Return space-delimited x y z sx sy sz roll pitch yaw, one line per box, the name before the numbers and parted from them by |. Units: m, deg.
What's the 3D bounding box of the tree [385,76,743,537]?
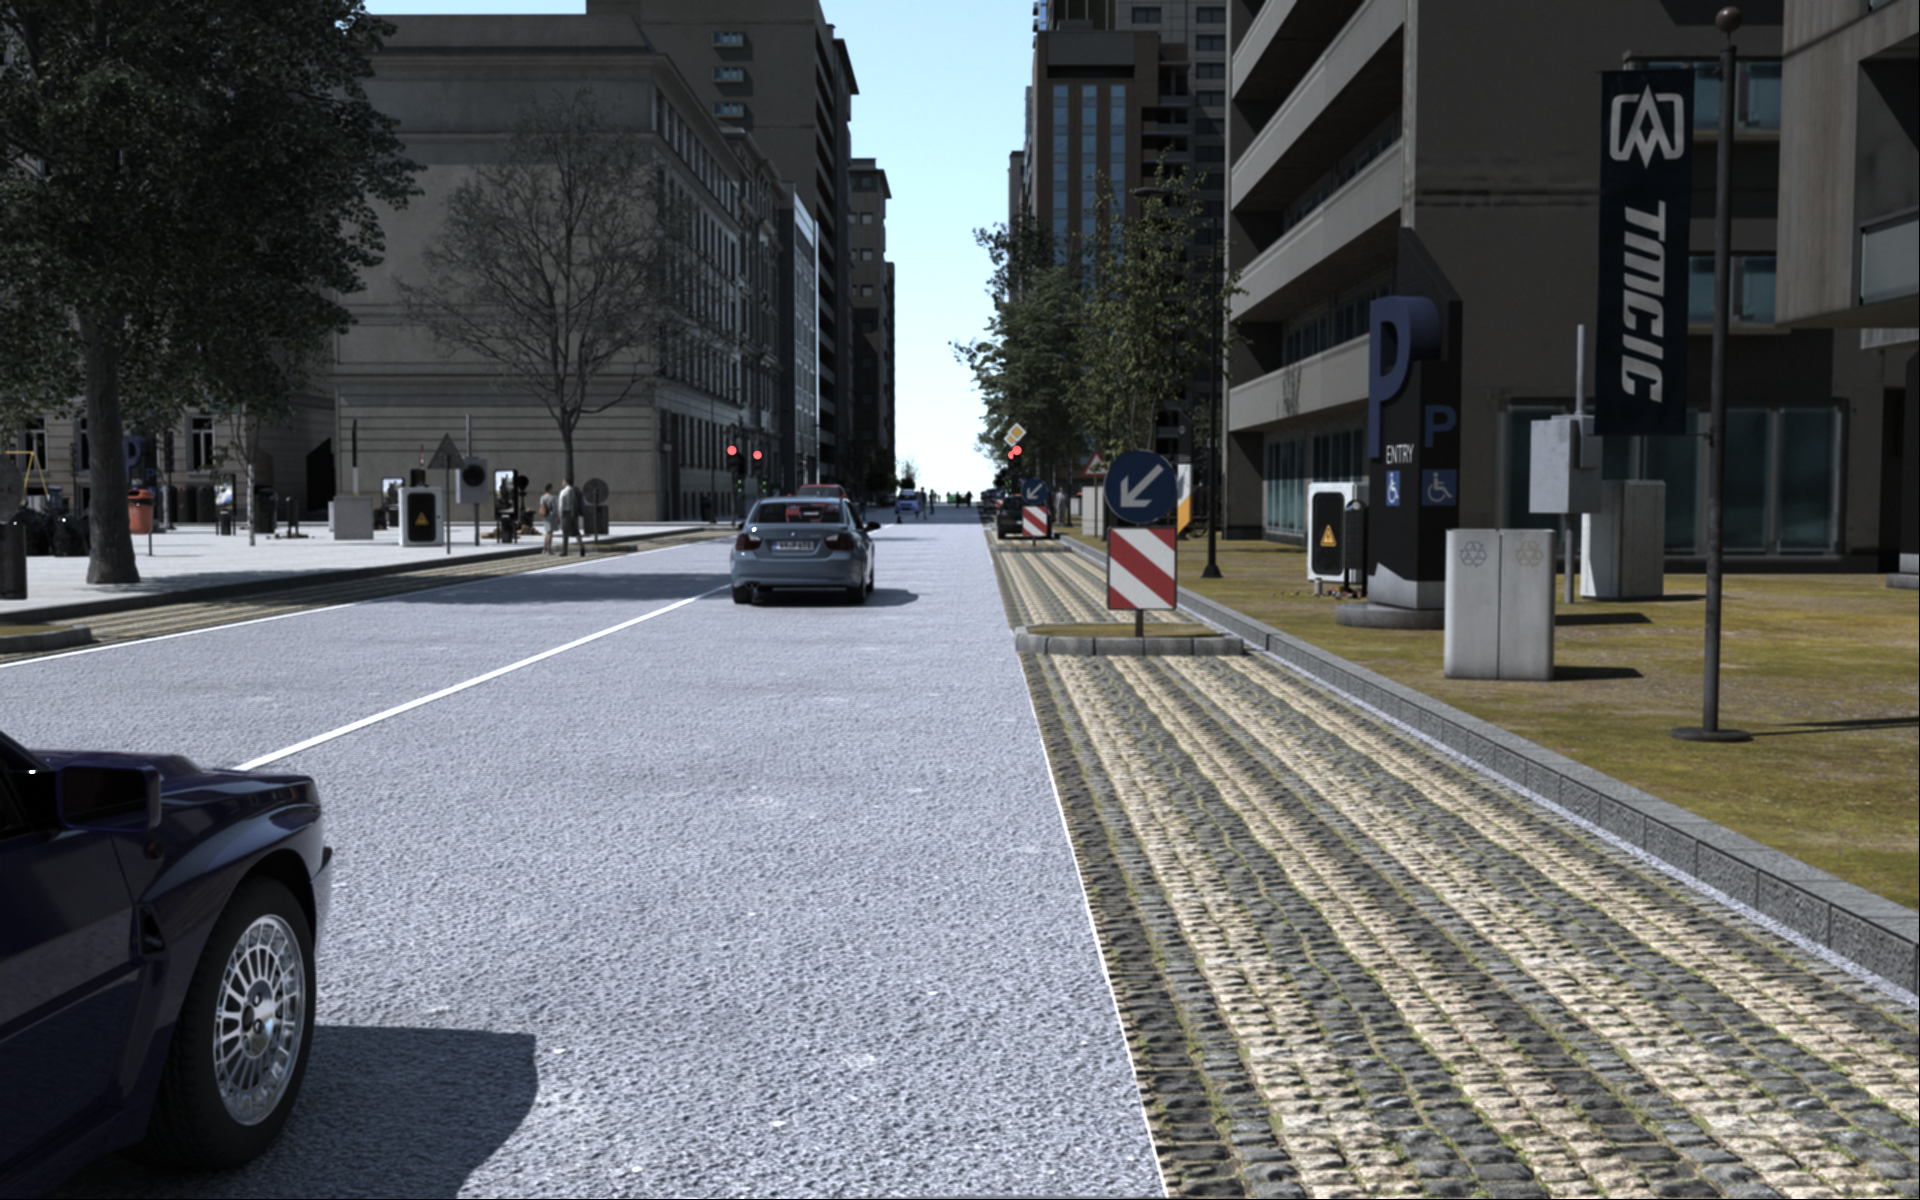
tree | -11.695 -8.635 51.551 12.009 13.543 11.850 0 3 0

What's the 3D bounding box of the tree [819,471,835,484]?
tree | -10.514 -8.889 139.941 1.663 3.219 1.824 0 3 0

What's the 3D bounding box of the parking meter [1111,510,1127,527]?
parking meter | 4.145 -2.420 45.275 0.399 1.863 0.255 -3 4 -39

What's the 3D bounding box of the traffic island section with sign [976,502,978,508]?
traffic island section with sign | 2.352 -7.147 125.482 1.989 1.847 2.006 0 4 0

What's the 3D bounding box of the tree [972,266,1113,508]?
tree | 4.221 -10.287 86.315 7.486 12.596 7.792 0 3 0

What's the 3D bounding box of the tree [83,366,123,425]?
tree | -30.239 -7.024 65.207 4.360 8.622 3.978 0 3 0

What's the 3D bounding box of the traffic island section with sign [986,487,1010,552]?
traffic island section with sign | 1.722 -2.110 43.125 1.989 1.847 2.006 0 4 0

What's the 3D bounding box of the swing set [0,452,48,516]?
swing set | -35.690 -4.059 63.980 3.119 2.851 2.862 0 3 0

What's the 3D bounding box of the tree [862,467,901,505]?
tree | -10.374 -14.974 228.534 4.285 4.588 4.351 0 3 0

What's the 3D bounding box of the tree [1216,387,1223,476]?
tree | 16.892 -9.304 102.480 4.360 8.622 3.978 0 3 0

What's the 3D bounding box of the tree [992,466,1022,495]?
tree | 5.145 -11.967 179.375 4.285 4.588 4.351 0 3 0

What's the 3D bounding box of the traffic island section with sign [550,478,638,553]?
traffic island section with sign | -9.103 -2.105 43.042 1.989 1.847 2.006 0 4 0

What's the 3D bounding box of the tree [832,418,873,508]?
tree | -10.140 -13.115 164.793 4.360 8.622 3.978 0 3 0

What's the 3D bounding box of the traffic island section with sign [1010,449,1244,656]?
traffic island section with sign | 1.509 -0.461 16.171 1.989 1.847 2.006 0 4 0

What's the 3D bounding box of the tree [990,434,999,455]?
tree | 4.748 -11.357 136.056 4.737 8.622 4.395 0 3 0

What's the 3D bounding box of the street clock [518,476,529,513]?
street clock | -17.079 -3.856 67.623 0.471 2.002 0.358 0 4 -7

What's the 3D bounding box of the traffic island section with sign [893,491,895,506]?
traffic island section with sign | -7.871 -11.823 201.939 1.989 1.847 2.006 0 4 0

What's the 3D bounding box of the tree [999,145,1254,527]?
tree | 4.135 -5.341 37.681 4.737 8.622 4.395 0 3 0

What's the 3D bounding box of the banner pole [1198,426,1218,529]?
banner pole | 9.162 -4.519 63.909 0.863 3.779 0.401 3 4 38

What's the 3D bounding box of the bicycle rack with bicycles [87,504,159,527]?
bicycle rack with bicycles | -28.815 -2.839 59.807 2.852 0.926 2.925 -2 4 -24

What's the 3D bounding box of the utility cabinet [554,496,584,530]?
utility cabinet | -14.030 -3.124 62.242 1.020 1.237 0.306 0 4 -3

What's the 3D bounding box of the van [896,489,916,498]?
van | -4.754 -9.127 156.238 2.013 2.044 4.112 0 4 -1

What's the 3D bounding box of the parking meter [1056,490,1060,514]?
parking meter | 6.376 -6.308 111.549 0.372 1.533 0.369 0 3 0

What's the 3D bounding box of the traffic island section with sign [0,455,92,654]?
traffic island section with sign | -9.310 -0.456 16.087 1.989 1.847 2.006 0 4 0

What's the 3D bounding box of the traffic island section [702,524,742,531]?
traffic island section | -8.902 -2.791 67.917 2.009 0.180 2.903 0 4 0

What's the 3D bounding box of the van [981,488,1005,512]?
van | 2.590 -7.590 131.104 2.013 2.044 4.112 0 4 1

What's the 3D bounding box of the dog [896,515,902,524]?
dog | -3.028 -3.911 84.131 0.550 0.427 0.748 2 4 29

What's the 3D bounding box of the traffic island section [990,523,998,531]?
traffic island section | 2.239 -2.786 67.827 2.009 0.180 2.903 0 4 0

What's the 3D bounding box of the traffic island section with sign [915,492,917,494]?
traffic island section with sign | -7.224 -16.920 285.273 1.989 1.847 2.006 0 4 0

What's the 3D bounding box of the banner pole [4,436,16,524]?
banner pole | -41.308 -5.221 75.379 0.401 3.779 0.863 0 4 7

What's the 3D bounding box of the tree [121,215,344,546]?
tree | -17.523 -5.656 42.836 4.360 8.622 3.978 0 3 0

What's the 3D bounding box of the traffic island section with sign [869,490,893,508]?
traffic island section with sign | -8.086 -10.138 174.389 1.989 1.847 2.006 0 4 0

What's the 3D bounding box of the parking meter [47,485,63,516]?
parking meter | -25.043 -2.418 47.950 0.372 1.533 0.369 0 3 0

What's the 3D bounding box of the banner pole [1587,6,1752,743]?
banner pole | 3.724 -1.163 9.040 0.863 3.779 0.401 0 4 7

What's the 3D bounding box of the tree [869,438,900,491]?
tree | -10.000 -16.596 221.706 4.737 8.622 4.395 0 3 0

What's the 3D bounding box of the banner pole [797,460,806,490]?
banner pole | -11.437 -8.305 125.803 0.863 3.779 0.401 -1 4 -17

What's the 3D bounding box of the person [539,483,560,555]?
person | -9.665 -1.909 40.720 0.512 1.701 0.522 2 4 27

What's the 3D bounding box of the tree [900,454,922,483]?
tree | -9.140 -22.026 310.478 4.360 8.622 3.978 0 3 0

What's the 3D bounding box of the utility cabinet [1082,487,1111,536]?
utility cabinet | 4.153 -2.684 52.563 0.318 1.500 1.173 -2 4 -29

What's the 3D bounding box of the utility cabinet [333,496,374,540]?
utility cabinet | -16.971 -2.282 48.476 1.020 1.237 0.306 -1 4 -14

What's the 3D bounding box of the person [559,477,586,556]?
person | -8.868 -1.898 39.631 0.850 1.850 0.679 3 5 42

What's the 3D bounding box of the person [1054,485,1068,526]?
person | 4.283 -3.917 72.820 0.678 1.792 0.850 0 4 8

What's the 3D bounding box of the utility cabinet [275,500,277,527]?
utility cabinet | -27.434 -3.483 68.105 1.020 1.237 0.306 -3 5 -45

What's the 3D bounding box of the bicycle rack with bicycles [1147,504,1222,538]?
bicycle rack with bicycles | 6.618 -2.318 51.278 2.925 0.926 2.852 1 4 23

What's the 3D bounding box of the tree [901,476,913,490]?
tree | -9.698 -15.614 239.005 4.285 4.588 4.351 0 3 0

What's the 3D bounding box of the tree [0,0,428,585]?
tree | -12.117 -7.205 24.451 9.857 13.997 8.962 0 3 0

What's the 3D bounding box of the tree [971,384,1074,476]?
tree | 5.132 -12.821 144.031 8.767 10.594 7.601 -1 4 -9

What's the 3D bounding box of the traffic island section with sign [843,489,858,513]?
traffic island section with sign | -8.451 -7.164 125.761 1.989 1.847 2.006 0 4 0

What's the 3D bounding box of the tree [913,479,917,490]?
tree | -9.184 -19.423 301.286 4.285 4.588 4.351 0 3 0

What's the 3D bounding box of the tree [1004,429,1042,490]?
tree | 5.851 -12.504 154.806 4.360 8.622 3.978 0 3 0

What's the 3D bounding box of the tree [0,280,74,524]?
tree | -30.564 -6.412 55.192 4.737 8.622 4.395 0 3 0

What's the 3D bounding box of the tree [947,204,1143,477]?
tree | 5.586 -15.626 111.372 12.611 20.169 13.585 0 3 0

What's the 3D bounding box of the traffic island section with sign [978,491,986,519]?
traffic island section with sign | 2.146 -5.477 98.169 1.989 1.847 2.006 0 4 0

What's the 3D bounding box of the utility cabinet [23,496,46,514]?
utility cabinet | -40.459 -3.947 75.690 1.020 1.237 0.306 1 4 19
